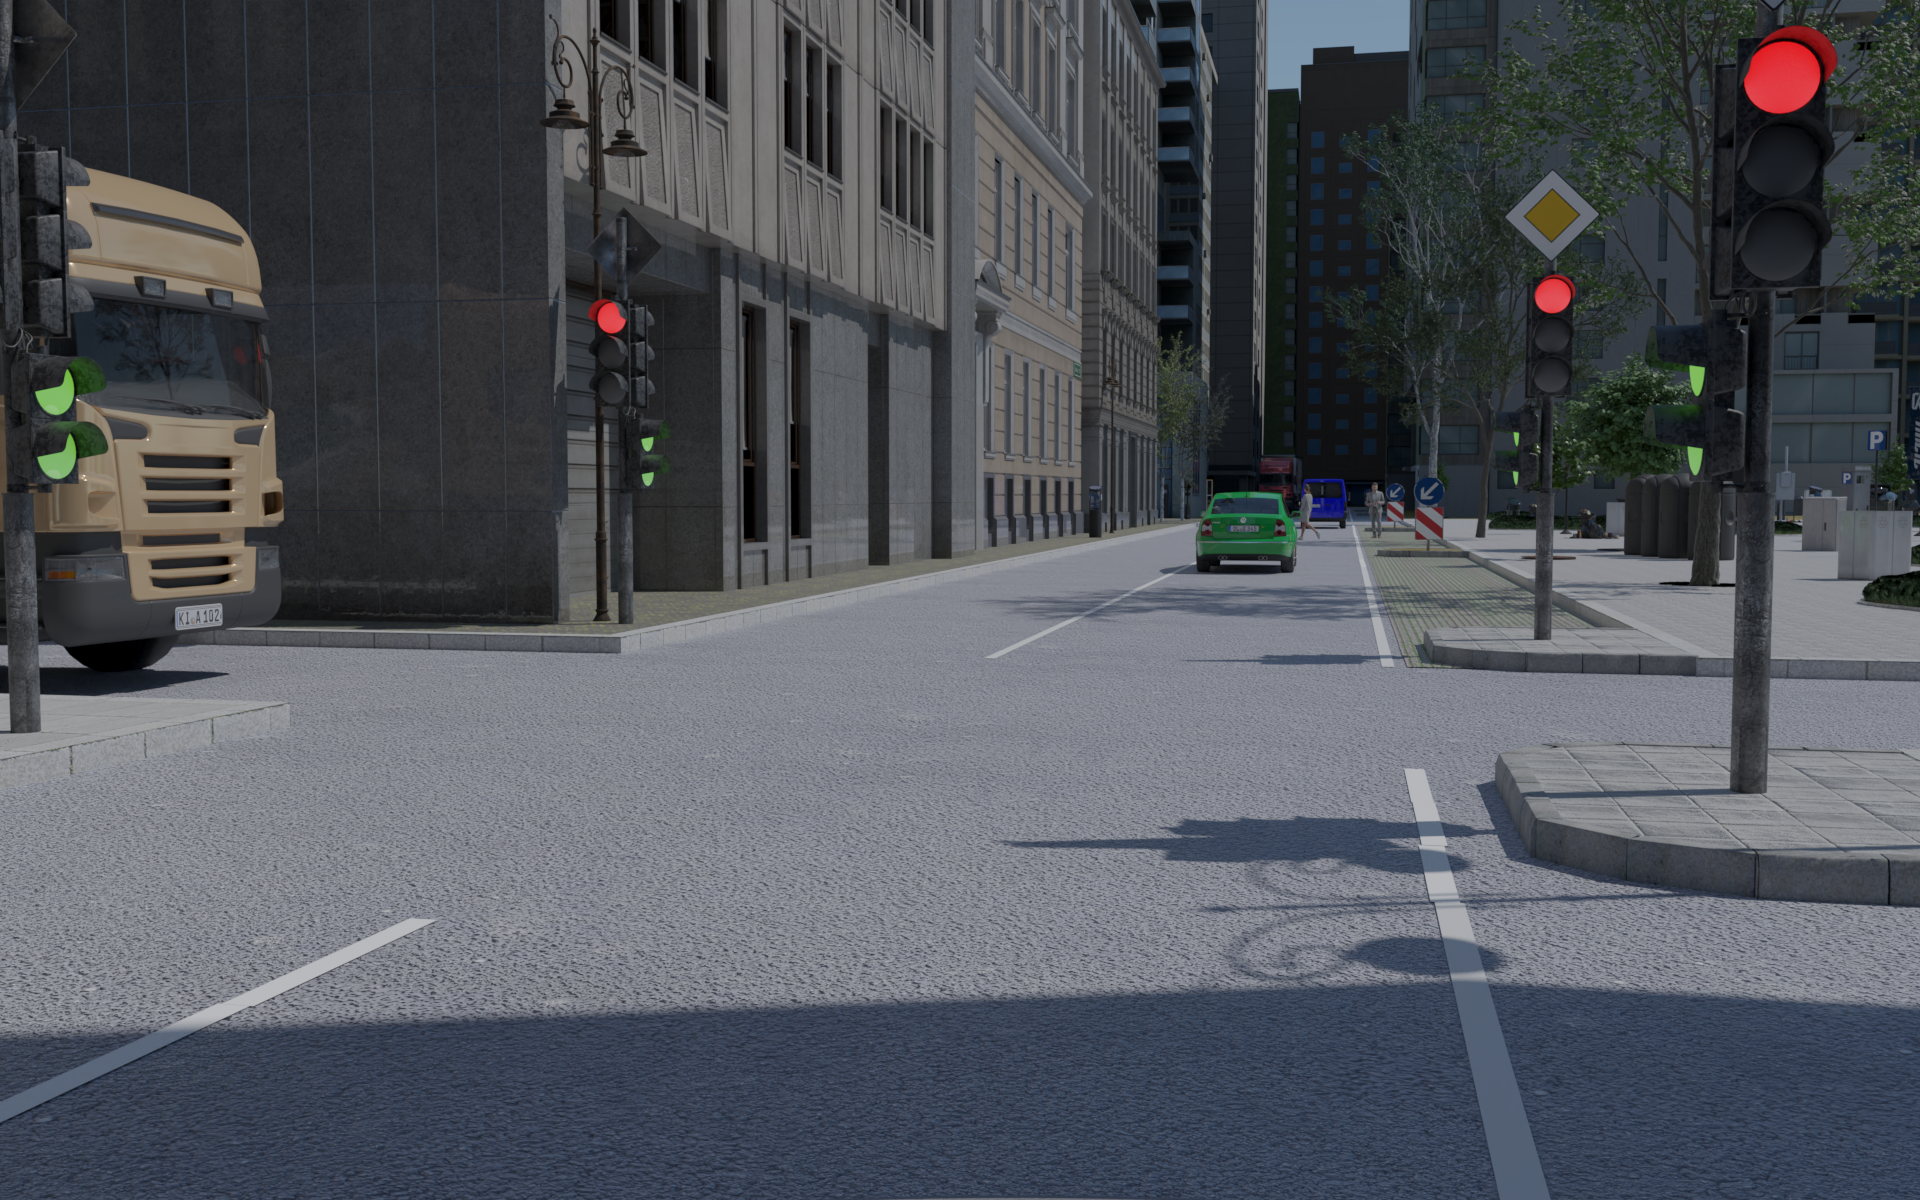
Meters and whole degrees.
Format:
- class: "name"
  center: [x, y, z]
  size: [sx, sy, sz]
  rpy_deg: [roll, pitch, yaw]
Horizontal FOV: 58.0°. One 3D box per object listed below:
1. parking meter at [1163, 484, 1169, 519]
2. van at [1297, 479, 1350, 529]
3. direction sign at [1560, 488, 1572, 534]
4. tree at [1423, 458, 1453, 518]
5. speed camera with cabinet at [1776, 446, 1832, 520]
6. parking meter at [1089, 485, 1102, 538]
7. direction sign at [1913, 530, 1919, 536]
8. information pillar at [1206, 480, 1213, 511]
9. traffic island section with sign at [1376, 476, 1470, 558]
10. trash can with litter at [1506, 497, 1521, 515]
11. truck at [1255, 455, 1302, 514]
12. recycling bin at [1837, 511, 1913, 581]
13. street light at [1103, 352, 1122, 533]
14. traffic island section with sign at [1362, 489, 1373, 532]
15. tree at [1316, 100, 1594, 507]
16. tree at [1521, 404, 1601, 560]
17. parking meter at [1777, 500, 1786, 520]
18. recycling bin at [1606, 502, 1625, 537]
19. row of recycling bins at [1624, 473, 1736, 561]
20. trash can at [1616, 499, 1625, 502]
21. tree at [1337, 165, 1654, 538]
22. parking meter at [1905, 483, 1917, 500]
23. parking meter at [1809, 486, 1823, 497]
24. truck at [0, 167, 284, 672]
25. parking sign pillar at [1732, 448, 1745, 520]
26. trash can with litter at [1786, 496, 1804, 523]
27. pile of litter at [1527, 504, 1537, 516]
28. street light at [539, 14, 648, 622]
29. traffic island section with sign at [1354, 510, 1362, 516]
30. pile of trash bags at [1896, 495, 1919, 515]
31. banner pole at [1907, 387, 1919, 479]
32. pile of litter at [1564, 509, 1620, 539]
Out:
- class: "parking meter"
  center: [10.735, -5.204, 90.804]
  size: [0.399, 1.863, 0.255]
  rpy_deg: [0, 4, -7]
- class: "van"
  center: [15.405, -4.221, 73.395]
  size: [2.240, 2.365, 5.245]
  rpy_deg: [1, 4, 12]
- class: "direction sign"
  center: [19.424, -3.879, 55.422]
  size: [0.379, 3.537, 0.876]
  rpy_deg: [1, 4, 21]
- class: "tree"
  center: [25.604, -5.989, 92.525]
  size: [1.663, 3.219, 1.824]
  rpy_deg: [0, 3, 0]
- class: "speed camera with cabinet"
  center: [34.871, -4.724, 71.580]
  size: [2.038, 3.252, 0.660]
  rpy_deg: [1, 4, 23]
- class: "parking meter"
  center: [3.984, -2.601, 50.942]
  size: [0.372, 1.533, 0.369]
  rpy_deg: [0, 3, 0]
- class: "direction sign"
  center: [29.251, -3.709, 52.632]
  size: [0.379, 3.537, 0.876]
  rpy_deg: [0, 4, -7]
- class: "information pillar"
  center: [12.810, -5.168, 88.991]
  size: [0.304, 2.012, 0.304]
  rpy_deg: [0, 4, 6]
- class: "traffic island section with sign"
  center: [10.626, -1.905, 39.783]
  size: [1.989, 1.847, 2.006]
  rpy_deg: [1, 4, 12]
- class: "trash can with litter"
  center: [22.882, -3.658, 71.203]
  size: [0.624, 1.170, 1.055]
  rpy_deg: [0, 4, -4]
- class: "truck"
  center: [23.233, -8.362, 125.639]
  size: [2.839, 4.237, 11.283]
  rpy_deg: [1, 4, 14]
- class: "recycling bin"
  center: [13.702, -0.819, 25.948]
  size: [0.722, 1.027, 0.722]
  rpy_deg: [-1, 4, -13]
- class: "street light"
  center: [4.969, -5.121, 56.512]
  size: [0.468, 5.910, 1.993]
  rpy_deg: [1, 4, 12]
- class: "traffic island section with sign"
  center: [16.477, -3.515, 66.098]
  size: [1.989, 1.847, 2.006]
  rpy_deg: [1, 4, 12]
- class: "tree"
  center: [23.128, -13.795, 81.445]
  size: [12.611, 20.169, 13.585]
  rpy_deg: [0, 3, 0]
- class: "tree"
  center: [11.476, -2.410, 33.999]
  size: [1.663, 3.219, 1.824]
  rpy_deg: [0, 3, 0]
- class: "parking meter"
  center: [39.912, -4.633, 84.157]
  size: [0.372, 1.533, 0.369]
  rpy_deg: [0, 3, 0]
- class: "recycling bin"
  center: [20.047, -2.444, 52.514]
  size: [0.722, 1.027, 0.722]
  rpy_deg: [2, 4, 32]
- class: "row of recycling bins"
  center: [14.474, -1.705, 34.987]
  size: [1.069, 1.692, 3.534]
  rpy_deg: [0, 4, -4]
- class: "trash can"
  center: [20.686, -2.568, 53.632]
  size: [0.748, 1.137, 0.748]
  rpy_deg: [0, 3, 0]
- class: "tree"
  center: [15.243, -7.077, 50.127]
  size: [8.767, 10.594, 7.601]
  rpy_deg: [0, 4, 0]
- class: "parking meter"
  center: [43.665, -4.516, 79.546]
  size: [0.399, 1.863, 0.255]
  rpy_deg: [0, 4, 6]
- class: "parking meter"
  center: [26.021, -2.708, 52.681]
  size: [0.372, 1.533, 0.369]
  rpy_deg: [0, 3, 0]
- class: "truck"
  center: [-10.398, -1.525, 13.853]
  size: [11.283, 4.237, 2.839]
  rpy_deg: [1, 4, 14]
- class: "parking sign pillar"
  center: [27.363, -4.462, 61.426]
  size: [1.447, 3.967, 1.447]
  rpy_deg: [-1, 4, -23]
- class: "trash can with litter"
  center: [37.894, -4.064, 77.507]
  size: [1.678, 1.210, 2.233]
  rpy_deg: [-2, 4, -35]
- class: "pile of litter"
  center: [25.568, -3.861, 77.086]
  size: [1.176, 0.858, 1.719]
  rpy_deg: [-3, 5, -43]
- class: "street light"
  center: [-3.620, -2.725, 17.336]
  size: [0.468, 5.910, 1.993]
  rpy_deg: [1, 4, 12]
- class: "traffic island section with sign"
  center: [27.262, -6.482, 114.605]
  size: [1.989, 1.847, 2.006]
  rpy_deg: [1, 4, 12]
- class: "pile of trash bags"
  center: [41.937, -4.115, 77.033]
  size: [3.447, 1.369, 1.912]
  rpy_deg: [2, 4, 26]
- class: "banner pole"
  center: [19.849, -2.785, 35.557]
  size: [0.863, 3.779, 0.401]
  rpy_deg: [0, 4, -1]
- class: "pile of litter"
  center: [18.259, -2.204, 50.005]
  size: [1.176, 0.858, 1.719]
  rpy_deg: [-1, 4, -15]
